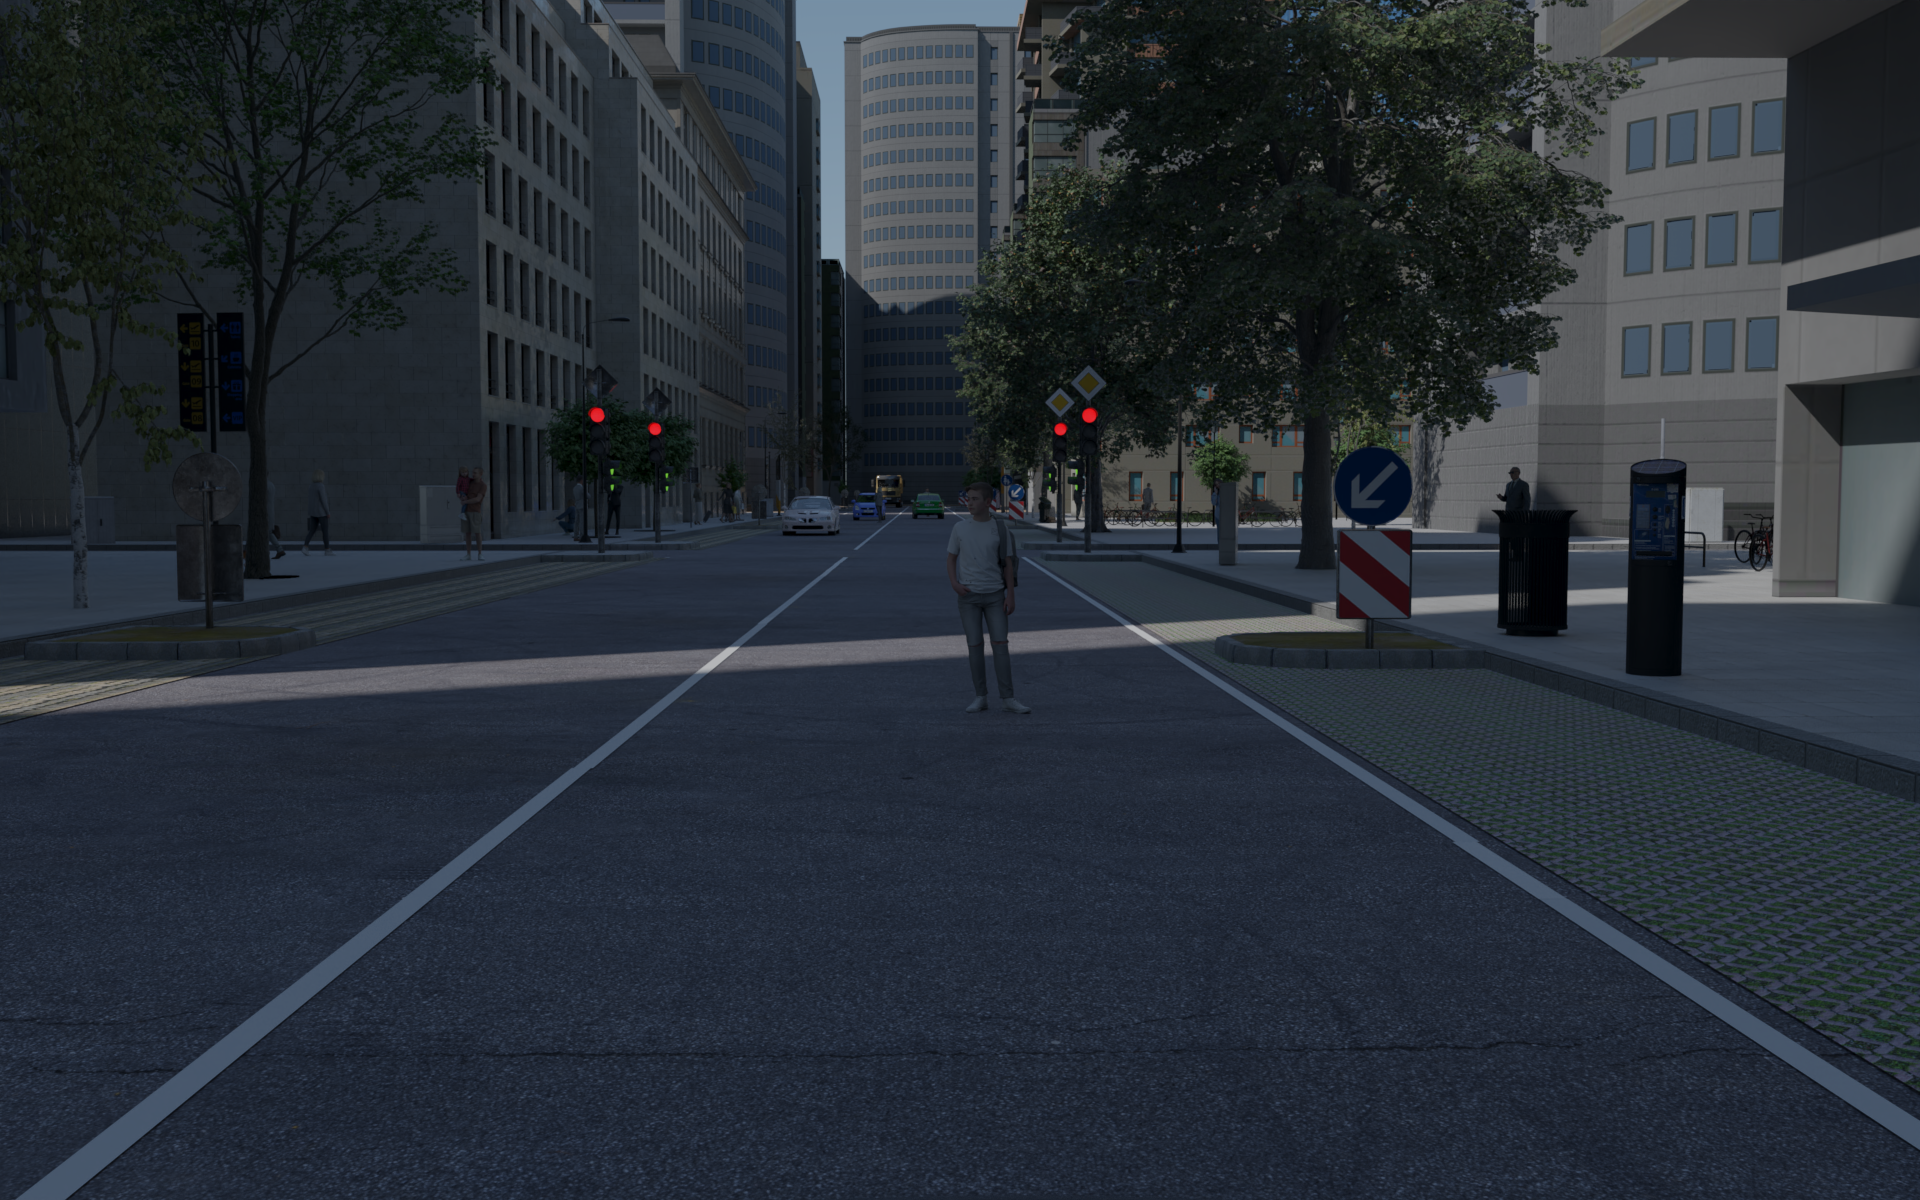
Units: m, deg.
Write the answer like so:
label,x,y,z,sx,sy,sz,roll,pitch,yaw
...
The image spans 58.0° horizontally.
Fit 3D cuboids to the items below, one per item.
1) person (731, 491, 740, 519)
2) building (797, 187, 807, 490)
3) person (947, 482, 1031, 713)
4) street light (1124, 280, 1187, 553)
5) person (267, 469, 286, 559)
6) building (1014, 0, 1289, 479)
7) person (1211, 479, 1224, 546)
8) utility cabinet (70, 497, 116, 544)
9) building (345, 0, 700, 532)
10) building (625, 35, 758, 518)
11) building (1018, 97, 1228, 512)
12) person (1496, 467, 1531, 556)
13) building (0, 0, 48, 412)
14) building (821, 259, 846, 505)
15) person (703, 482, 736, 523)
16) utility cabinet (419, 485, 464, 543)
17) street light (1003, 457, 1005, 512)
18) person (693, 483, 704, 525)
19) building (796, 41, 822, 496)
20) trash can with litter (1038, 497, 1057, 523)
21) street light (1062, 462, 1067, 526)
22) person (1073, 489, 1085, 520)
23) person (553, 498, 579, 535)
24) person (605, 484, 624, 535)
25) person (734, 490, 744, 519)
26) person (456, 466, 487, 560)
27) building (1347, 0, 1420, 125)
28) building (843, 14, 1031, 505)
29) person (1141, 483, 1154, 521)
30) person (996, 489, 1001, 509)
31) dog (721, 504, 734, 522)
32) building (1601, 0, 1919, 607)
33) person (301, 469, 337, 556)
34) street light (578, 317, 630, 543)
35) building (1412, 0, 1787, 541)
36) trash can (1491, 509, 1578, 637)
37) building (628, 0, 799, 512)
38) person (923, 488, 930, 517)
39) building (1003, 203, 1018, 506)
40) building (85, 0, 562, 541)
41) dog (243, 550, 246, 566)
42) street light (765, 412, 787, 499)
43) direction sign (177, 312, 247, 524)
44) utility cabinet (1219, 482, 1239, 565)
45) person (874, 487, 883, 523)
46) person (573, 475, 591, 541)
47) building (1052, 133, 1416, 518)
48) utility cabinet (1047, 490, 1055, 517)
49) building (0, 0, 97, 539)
label,x,y,z,sx,sy,sz,roll,pitch,yaw
person,-11.208,-4.878,86.023,0.478,1.798,0.641,-2,4,-28
building,-21.408,-23.499,155.911,14.160,30.474,14.107,0,4,-1
person,0.191,-0.019,11.400,0.503,1.515,0.523,-2,4,-27
street light,4.247,-3.984,37.682,1.470,5.913,1.316,0,4,-1
person,-13.665,-1.702,33.967,0.767,1.812,0.694,0,4,-5
building,16.227,-30.437,152.274,22.147,44.769,28.867,0,4,-1
person,6.150,-1.920,40.160,0.793,1.790,0.793,-1,4,-20
utility cabinet,-22.342,-2.046,44.614,1.020,1.237,0.306,-2,4,-27
building,-17.136,-13.276,71.814,10.420,20.320,16.860,0,4,-1
building,-20.576,-16.031,95.388,16.112,22.955,30.059,0,4,-1
building,12.036,-21.922,130.119,14.160,30.474,14.107,0,4,-1
person,10.551,-1.643,33.076,0.590,1.801,0.661,-2,4,-29
building,-24.684,-21.101,28.597,14.086,41.232,14.154,0,4,-1
building,-21.278,-27.012,213.354,14.107,30.474,14.160,0,4,-1
person,-10.801,-4.376,77.802,1.509,1.804,0.699,-1,4,-9
utility cabinet,-13.434,-2.216,44.914,0.318,1.500,1.173,2,4,33
street light,2.501,-9.076,120.938,1.470,5.913,1.316,0,4,-1
person,-10.921,-4.033,72.538,0.362,1.759,0.519,-3,5,-44
building,-25.804,-34.224,183.259,21.600,48.544,21.300,0,4,-1
trash can with litter,3.930,-3.992,76.654,0.624,1.170,1.055,-2,4,-33
street light,3.574,-5.871,68.526,1.470,5.913,1.316,0,4,-1
person,5.935,-4.865,85.767,0.590,1.801,0.661,-3,4,-39
person,-12.225,-2.581,53.745,0.738,1.151,1.012,2,4,30
person,-10.921,-3.006,54.559,0.648,1.900,0.474,1,4,21
person,-11.370,-5.011,88.332,0.694,1.780,0.624,-1,4,-12
person,-9.469,-1.680,33.491,0.580,1.828,0.573,-2,4,-32
building,37.039,-53.227,182.925,31.000,86.520,22.319,0,4,-1
building,-0.124,-41.251,216.456,28.212,58.520,21.231,0,4,-1
person,8.941,-4.669,82.504,0.709,1.813,0.853,2,4,31
person,3.098,-8.395,143.962,0.621,1.740,0.551,-1,4,-11
dog,-10.600,-3.981,79.463,0.513,0.831,0.800,-2,4,-26
building,21.483,-25.617,8.075,28.713,52.752,27.495,0,4,-1
person,-13.390,-1.821,35.998,0.709,1.800,0.728,3,5,40
street light,-9.346,-4.466,45.560,1.470,5.913,1.316,0,4,-1
building,31.317,-31.397,55.333,28.212,58.520,21.231,0,4,-1
trash can,5.217,-0.251,15.761,0.748,1.137,0.748,0,3,0
building,-24.153,-36.200,133.874,21.231,58.520,28.212,0,4,-1
person,-2.053,-6.190,109.828,0.709,1.813,0.853,-1,4,-17
building,11.968,-24.610,174.076,14.160,30.474,14.107,0,4,-1
building,-18.374,-12.245,54.957,10.420,20.320,16.860,0,4,-1
dog,-12.097,-0.772,29.451,0.406,0.507,0.540,-2,4,-29
street light,-10.517,-7.700,98.435,1.470,5.913,1.316,0,4,-1
direction sign,-9.352,-1.817,21.711,0.876,3.537,0.379,0,4,8
utility cabinet,4.889,-1.400,31.576,0.318,1.500,1.173,1,4,11
person,-4.104,-4.762,86.548,0.537,1.800,0.526,-2,4,-33
person,-10.247,-2.496,47.041,0.511,1.800,0.466,2,4,32
building,20.204,-16.025,107.040,27.650,21.520,28.899,0,4,-1
utility cabinet,4.092,-4.234,77.904,0.318,1.500,1.173,0,3,0
building,-37.484,-14.301,51.843,19.932,24.808,12.078,0,4,-1
